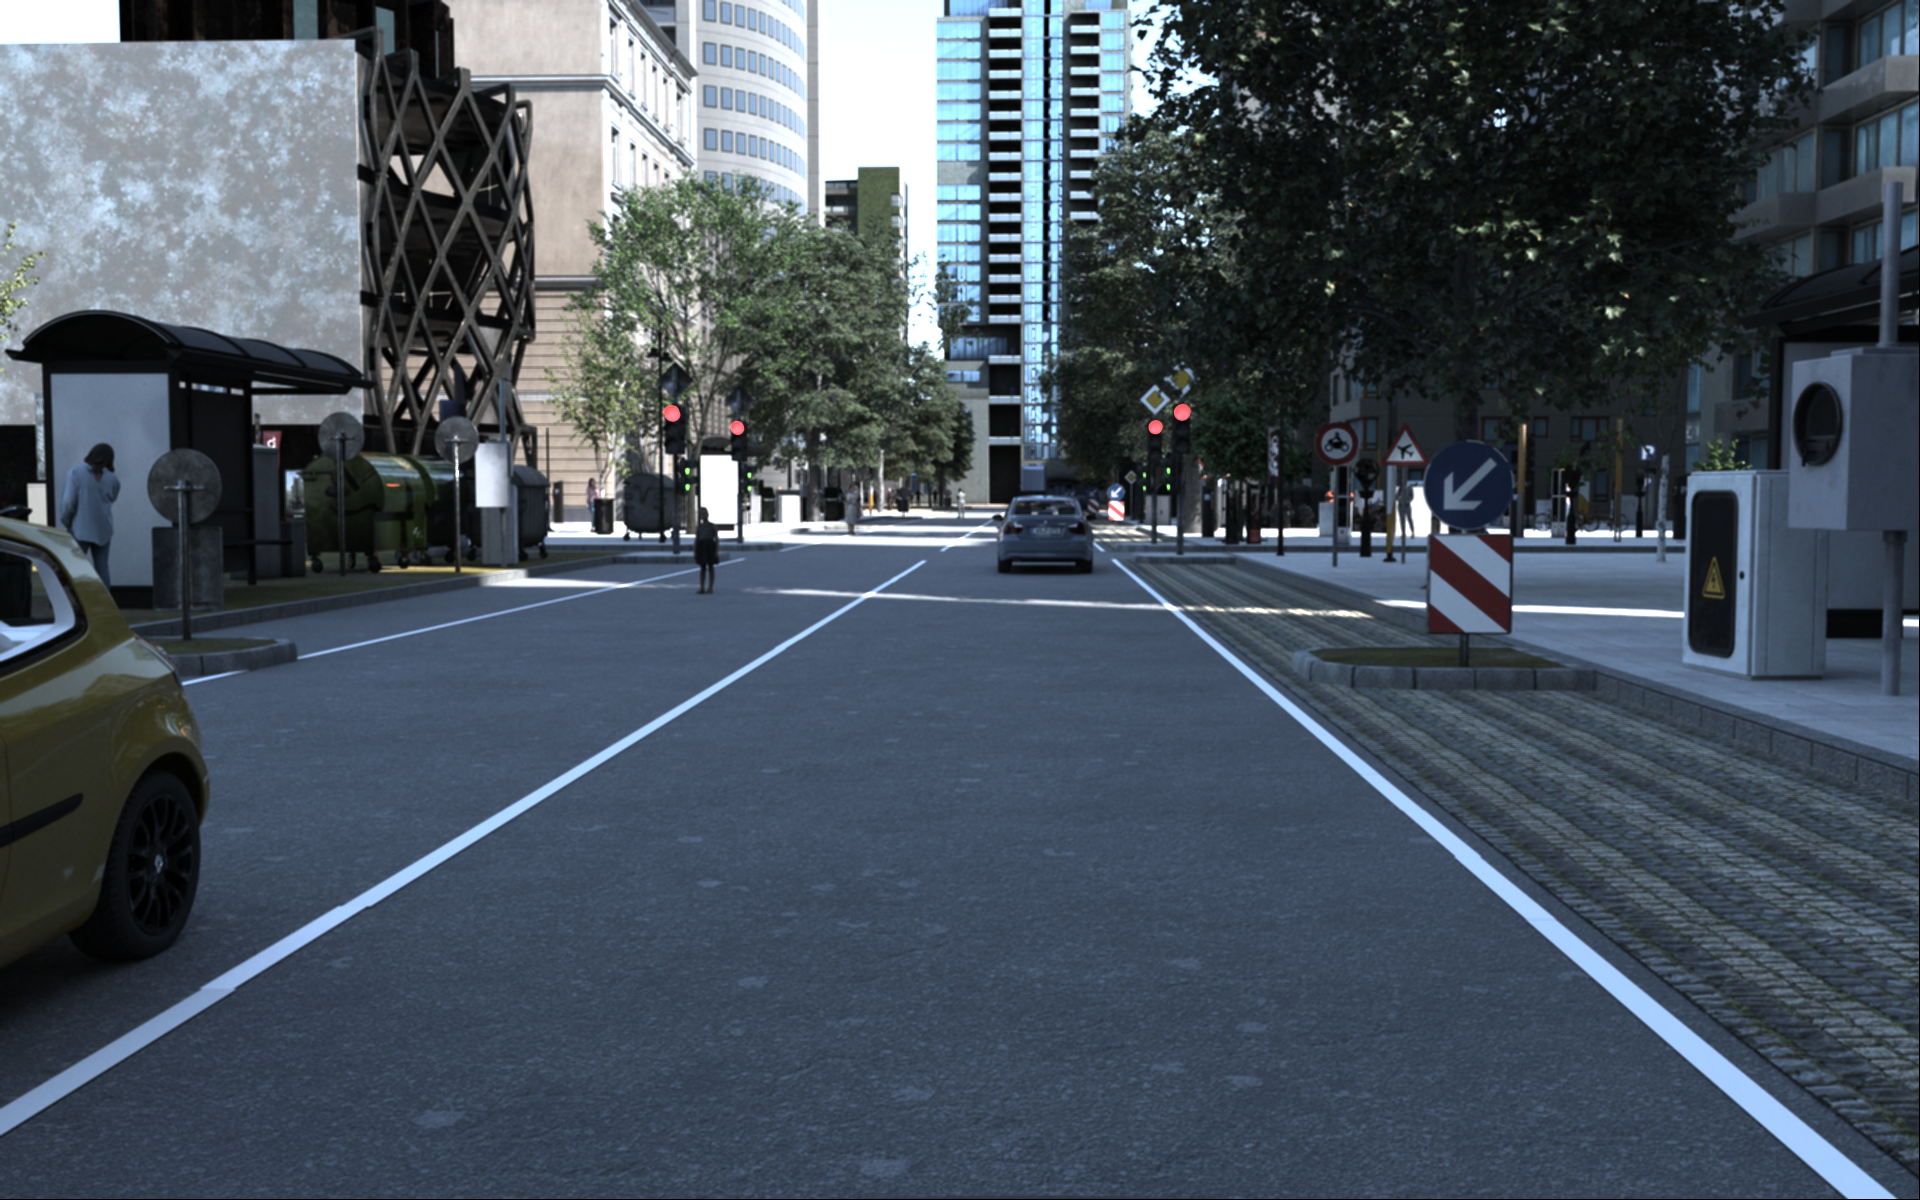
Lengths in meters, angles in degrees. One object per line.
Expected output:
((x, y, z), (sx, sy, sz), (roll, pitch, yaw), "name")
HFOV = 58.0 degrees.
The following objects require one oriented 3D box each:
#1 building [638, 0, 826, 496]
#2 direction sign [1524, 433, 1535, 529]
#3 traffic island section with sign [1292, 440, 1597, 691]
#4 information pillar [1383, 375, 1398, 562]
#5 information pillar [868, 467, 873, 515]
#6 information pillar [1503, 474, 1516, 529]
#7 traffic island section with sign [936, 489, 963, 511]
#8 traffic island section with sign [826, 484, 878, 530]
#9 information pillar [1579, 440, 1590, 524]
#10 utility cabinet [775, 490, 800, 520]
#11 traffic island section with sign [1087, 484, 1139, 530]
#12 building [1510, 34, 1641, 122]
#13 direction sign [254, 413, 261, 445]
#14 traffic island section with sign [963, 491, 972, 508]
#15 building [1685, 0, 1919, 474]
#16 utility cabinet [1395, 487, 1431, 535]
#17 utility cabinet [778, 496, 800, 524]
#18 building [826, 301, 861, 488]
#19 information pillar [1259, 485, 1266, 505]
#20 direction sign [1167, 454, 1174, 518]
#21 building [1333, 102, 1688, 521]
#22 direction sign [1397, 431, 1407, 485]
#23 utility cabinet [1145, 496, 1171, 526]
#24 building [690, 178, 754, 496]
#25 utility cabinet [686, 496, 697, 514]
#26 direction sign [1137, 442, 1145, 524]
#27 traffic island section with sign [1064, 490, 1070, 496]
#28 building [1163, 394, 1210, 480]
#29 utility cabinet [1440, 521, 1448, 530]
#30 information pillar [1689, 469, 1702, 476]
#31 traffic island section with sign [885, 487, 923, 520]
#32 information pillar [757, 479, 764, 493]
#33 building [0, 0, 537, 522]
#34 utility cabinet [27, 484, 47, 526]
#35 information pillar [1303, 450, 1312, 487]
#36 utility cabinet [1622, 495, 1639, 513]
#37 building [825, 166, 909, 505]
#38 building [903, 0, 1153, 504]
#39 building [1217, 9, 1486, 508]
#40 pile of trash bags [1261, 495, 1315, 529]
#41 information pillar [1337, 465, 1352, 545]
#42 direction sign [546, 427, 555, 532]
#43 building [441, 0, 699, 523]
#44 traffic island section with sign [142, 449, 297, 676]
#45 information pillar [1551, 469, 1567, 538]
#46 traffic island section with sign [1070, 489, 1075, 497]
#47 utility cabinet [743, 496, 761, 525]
((-22.649, -36.254, 134.745), (21.231, 58.520, 28.212), (0, 4, 2), "building")
((21.184, -4.438, 64.566), (0.876, 3.537, 0.379), (-3, 5, -45), "direction sign")
((3.669, -0.299, 13.524), (1.989, 1.847, 2.006), (0, 4, 2), "traffic island section with sign")
((8.196, -2.538, 32.852), (0.183, 3.616, 0.504), (2, 4, 25), "information pillar")
((-5.531, -7.107, 107.549), (0.183, 3.616, 0.504), (-1, 4, -20), "information pillar")
((20.368, -3.654, 64.229), (0.304, 2.012, 0.304), (-3, 4, -37), "information pillar")
((-0.981, -8.439, 146.606), (1.989, 1.847, 2.006), (0, 4, 2), "traffic island section with sign")
((-4.322, -3.740, 69.780), (1.989, 1.847, 2.006), (0, 4, 2), "traffic island section with sign")
((26.946, -5.098, 74.710), (0.504, 3.616, 0.183), (-1, 4, -19), "information pillar")
((-8.358, -4.601, 83.907), (1.173, 1.500, 0.318), (-1, 4, -22), "utility cabinet")
((6.085, -3.696, 69.062), (1.989, 1.847, 2.006), (0, 4, 2), "traffic island section with sign")
((71.227, -38.567, 172.572), (28.212, 58.520, 21.231), (0, 4, 2), "building")
((-19.786, -3.478, 48.868), (0.379, 3.537, 0.876), (-1, 4, -15), "direction sign")
((0.191, -10.087, 173.551), (1.989, 1.847, 2.006), (0, 4, 2), "traffic island section with sign")
((43.602, -27.119, 63.003), (30.456, 49.044, 23.786), (0, 4, 2), "building")
((13.881, -2.729, 53.301), (1.173, 1.500, 0.318), (0, 4, -7), "utility cabinet")
((-7.418, -3.917, 75.205), (0.306, 1.237, 1.020), (3, 5, 42), "utility cabinet")
((-25.772, -20.181, 174.997), (28.899, 21.520, 27.650), (0, 4, 2), "building")
((16.201, -5.404, 92.846), (0.304, 2.012, 0.304), (-1, 4, -10), "information pillar")
((11.309, -6.186, 93.133), (0.379, 3.537, 0.876), (-1, 4, -18), "direction sign")
((33.769, -15.422, 97.193), (27.650, 21.520, 28.899), (0, 4, 2), "building")
((15.929, -4.308, 62.437), (0.379, 3.537, 0.876), (0, 4, -8), "direction sign")
((8.018, -3.603, 70.067), (1.020, 1.237, 0.306), (2, 4, 26), "utility cabinet")
((-18.737, -15.703, 105.899), (9.793, 20.994, 18.267), (0, 4, 2), "building")
((-11.338, -3.794, 73.191), (0.306, 1.237, 1.020), (-3, 5, -42), "utility cabinet")
((7.874, -5.078, 75.020), (0.379, 3.537, 0.876), (0, 4, 1), "direction sign")
((10.627, -10.086, 173.541), (1.989, 1.847, 2.006), (0, 4, 2), "traffic island section with sign")
((35.251, -19.924, 170.794), (27.650, 21.520, 28.899), (0, 4, 2), "building")
((16.916, -3.153, 60.224), (1.173, 1.500, 0.318), (1, 4, 9), "utility cabinet")
((21.437, -2.816, 50.533), (0.304, 2.012, 0.304), (1, 4, 17), "information pillar")
((-3.129, -5.426, 97.340), (1.989, 1.847, 2.006), (0, 4, 2), "traffic island section with sign")
((-9.990, -5.035, 86.817), (0.304, 2.012, 0.304), (-1, 4, -10), "information pillar")
((-24.291, -11.915, 62.270), (16.820, 18.784, 16.811), (0, 4, 2), "building")
((-19.201, -1.720, 36.808), (1.173, 1.500, 0.318), (1, 4, 16), "utility cabinet")
((18.444, -6.152, 91.939), (0.504, 3.616, 0.183), (-2, 4, -26), "information pillar")
((31.714, -4.347, 82.227), (1.020, 1.237, 0.306), (2, 4, 30), "utility cabinet")
((-13.842, -32.729, 218.714), (14.086, 41.232, 14.154), (0, 4, 2), "building")
((8.919, -55.609, 221.877), (31.000, 86.520, 22.319), (0, 4, 2), "building")
((31.656, -36.654, 141.291), (21.231, 58.520, 28.212), (0, 4, 2), "building")
((12.675, -3.364, 64.751), (3.447, 1.369, 1.912), (-1, 4, -20), "pile of trash bags")
((9.615, -2.379, 43.387), (0.304, 2.012, 0.304), (2, 4, 25), "information pillar")
((-14.059, -4.105, 59.115), (0.379, 3.537, 0.876), (-1, 4, -14), "direction sign")
((-21.489, -18.389, 86.561), (13.634, 28.700, 20.117), (0, 4, 2), "building")
((-6.719, -0.356, 14.449), (1.989, 1.847, 2.006), (0, 4, 2), "traffic island section with sign")
((17.603, -2.838, 50.887), (0.304, 2.012, 0.304), (-2, 4, -26), "information pillar")
((7.252, -5.343, 95.992), (1.989, 1.847, 2.006), (0, 4, 2), "traffic island section with sign")
((-8.926, -3.787, 73.085), (1.020, 1.237, 0.306), (0, 4, 4), "utility cabinet")
